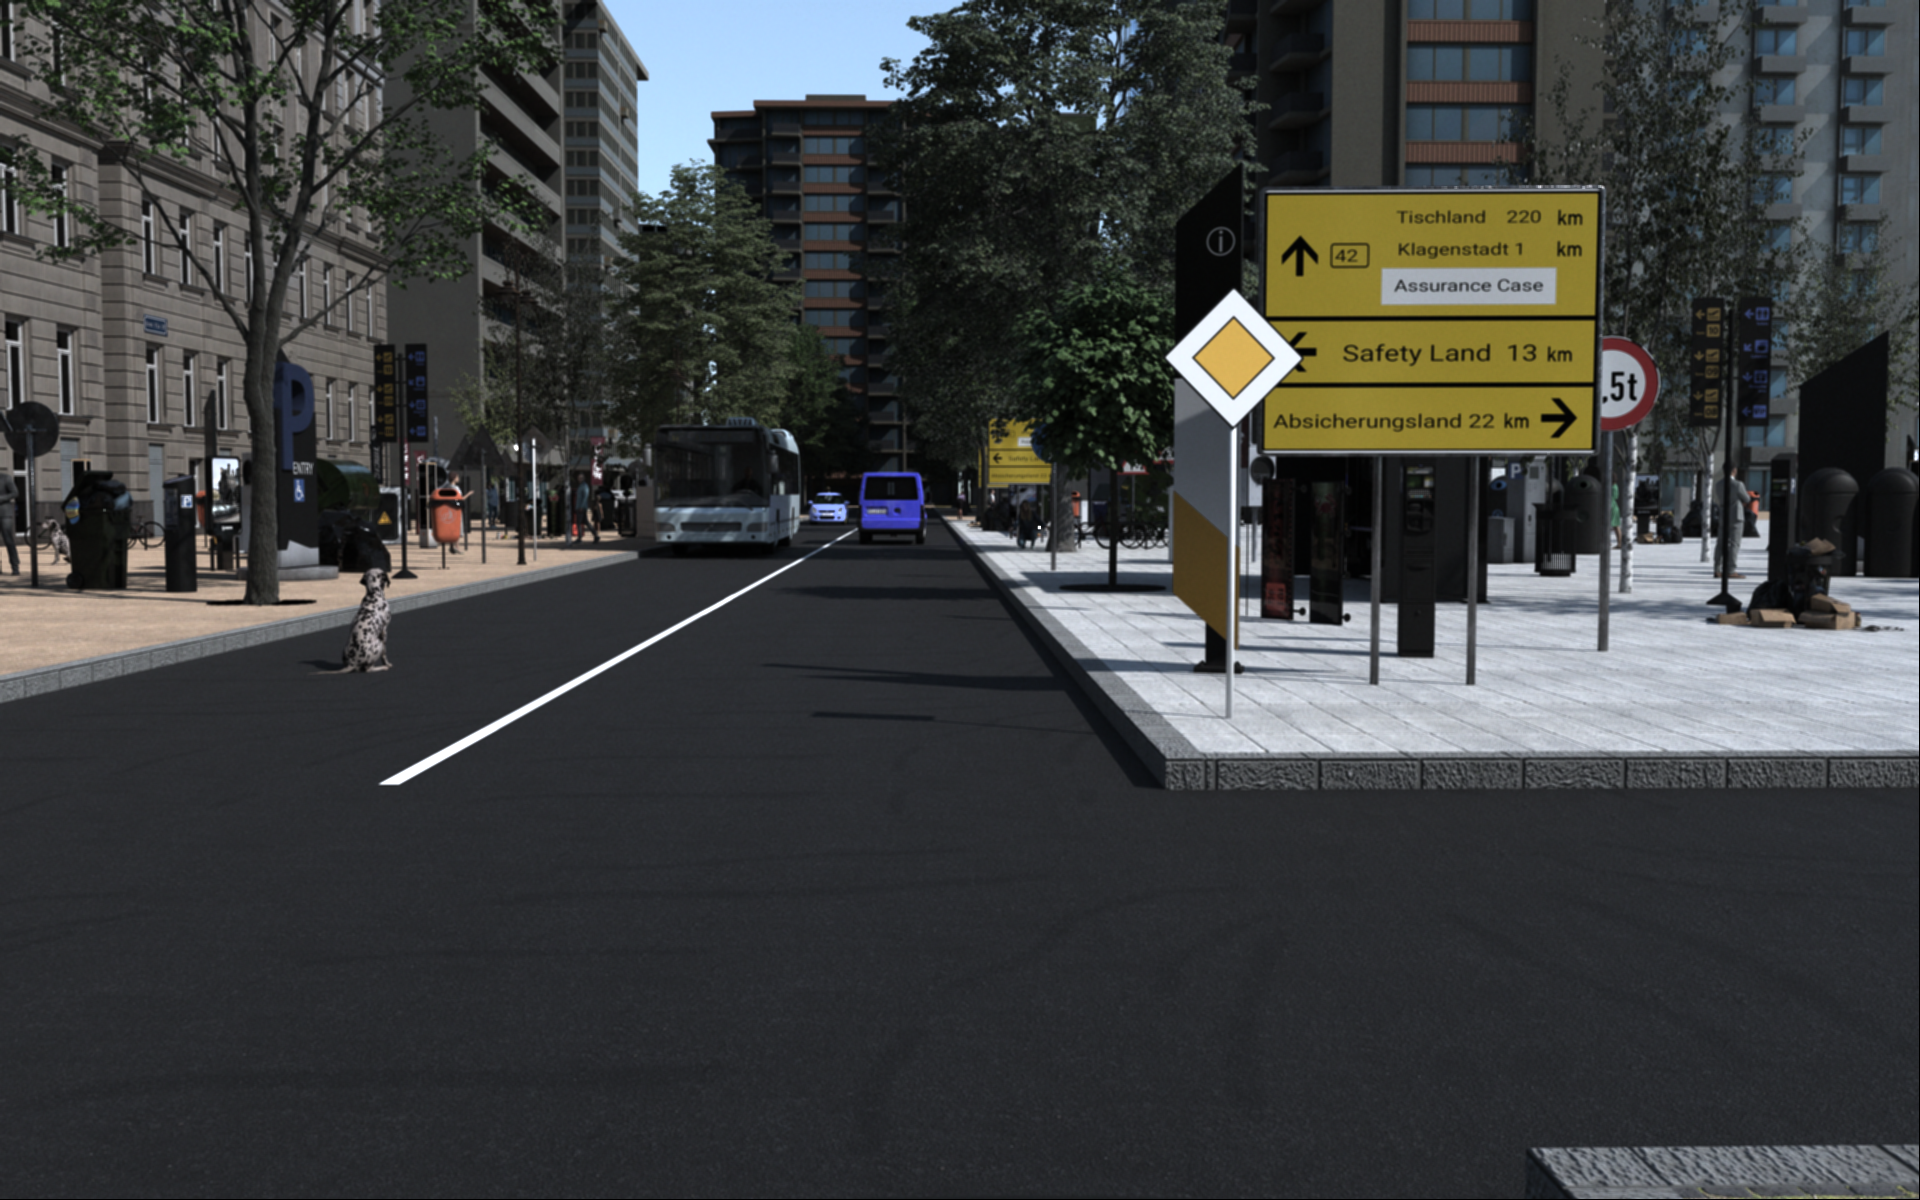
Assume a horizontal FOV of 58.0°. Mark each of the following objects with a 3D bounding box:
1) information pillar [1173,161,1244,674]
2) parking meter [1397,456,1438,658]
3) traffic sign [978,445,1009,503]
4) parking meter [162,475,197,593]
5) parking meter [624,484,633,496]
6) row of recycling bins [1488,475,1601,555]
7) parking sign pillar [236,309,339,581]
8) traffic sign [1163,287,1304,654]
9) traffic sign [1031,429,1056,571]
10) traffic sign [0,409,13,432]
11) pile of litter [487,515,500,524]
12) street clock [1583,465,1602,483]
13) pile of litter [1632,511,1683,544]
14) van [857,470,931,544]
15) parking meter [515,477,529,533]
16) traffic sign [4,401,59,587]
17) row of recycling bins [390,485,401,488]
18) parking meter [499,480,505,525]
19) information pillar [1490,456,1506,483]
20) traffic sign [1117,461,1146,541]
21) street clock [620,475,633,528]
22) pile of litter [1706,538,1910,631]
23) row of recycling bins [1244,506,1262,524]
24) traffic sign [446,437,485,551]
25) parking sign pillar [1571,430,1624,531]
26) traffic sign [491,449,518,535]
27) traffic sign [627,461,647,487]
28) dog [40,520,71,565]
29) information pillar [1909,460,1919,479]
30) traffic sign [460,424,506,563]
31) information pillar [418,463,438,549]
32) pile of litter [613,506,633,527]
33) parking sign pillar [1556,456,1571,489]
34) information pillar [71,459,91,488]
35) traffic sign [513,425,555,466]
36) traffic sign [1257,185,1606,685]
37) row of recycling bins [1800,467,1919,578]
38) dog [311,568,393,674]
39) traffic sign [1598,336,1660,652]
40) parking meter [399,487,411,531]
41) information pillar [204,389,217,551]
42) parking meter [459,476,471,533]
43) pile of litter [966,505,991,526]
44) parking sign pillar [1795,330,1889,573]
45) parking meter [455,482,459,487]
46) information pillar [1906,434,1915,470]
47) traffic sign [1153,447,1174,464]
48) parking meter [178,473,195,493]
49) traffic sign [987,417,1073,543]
[{"bbox_3d":[1.785,-1.286,12.381,0.504,3.616,0.183,1,4,16],"label":"information pillar"},{"bbox_3d":[3.605,-0.486,13.653,0.255,1.863,0.399,1,4,9],"label":"parking meter"},{"bbox_3d":[1.875,-4.788,72.160,2.265,3.308,0.079,0,4,5],"label":"traffic sign"},{"bbox_3d":[-10.205,-0.872,22.660,0.372,1.533,0.369,0,3,0],"label":"parking meter"},{"bbox_3d":[-13.881,-4.091,72.597,0.255,1.863,0.399,-3,5,-40],"label":"parking meter"},{"bbox_3d":[12.318,-1.888,37.978,3.534,1.692,1.069,3,5,41],"label":"row of recycling bins"},{"bbox_3d":[-10.131,-2.295,25.993,1.447,3.967,1.447,0,4,3],"label":"parking sign pillar"},{"bbox_3d":[1.561,-0.466,9.815,0.795,2.593,0.064,0,4,-1],"label":"traffic sign"},{"bbox_3d":[1.568,-1.764,28.955,0.768,2.556,0.104,0,4,1],"label":"traffic sign"},{"bbox_3d":[-8.562,-0.910,14.875,0.884,2.594,0.081,0,4,5],"label":"traffic sign"},{"bbox_3d":[-19.506,-3.706,74.556,1.719,0.858,1.176,2,4,27],"label":"pile of litter"},{"bbox_3d":[15.853,-2.372,43.360,0.358,2.002,0.471,-3,4,-38],"label":"street clock"},{"bbox_3d":[17.990,-1.888,44.827,1.719,0.858,1.176,-2,4,-24],"label":"pile of litter"},{"bbox_3d":[-1.966,-2.851,50.991,2.240,2.365,5.245,0,4,-1],"label":"van"},{"bbox_3d":[-14.631,-3.187,57.822,0.399,1.863,0.255,1,4,15],"label":"parking meter"},{"bbox_3d":[-12.767,-1.451,23.824,0.768,2.556,0.104,0,4,1],"label":"traffic sign"},{"bbox_3d":[-24.899,-4.198,75.752,1.069,1.692,3.534,-1,4,-11],"label":"row of recycling bins"},{"bbox_3d":[-19.269,-4.116,73.009,0.255,1.863,0.399,0,4,-6],"label":"parking meter"},{"bbox_3d":[17.168,-3.913,55.336,0.504,3.616,0.183,-1,4,-12],"label":"information pillar"},{"bbox_3d":[4.700,-2.877,47.038,0.884,2.594,0.081,0,4,4],"label":"traffic sign"},{"bbox_3d":[-12.559,-3.713,65.281,0.471,2.002,0.358,0,4,1],"label":"street clock"},{"bbox_3d":[8.170,-0.173,16.794,1.176,0.858,1.719,-2,4,-28],"label":"pile of litter"},{"bbox_3d":[12.803,-4.150,74.973,1.069,1.692,3.534,0,4,4],"label":"row of recycling bins"},{"bbox_3d":[-11.228,-2.403,39.300,0.884,2.594,0.081,0,4,0],"label":"traffic sign"},{"bbox_3d":[22.378,-4.379,60.065,1.447,3.967,1.447,-2,4,-28],"label":"parking sign pillar"},{"bbox_3d":[-13.144,-3.064,50.100,0.884,2.594,0.081,0,4,7],"label":"traffic sign"},{"bbox_3d":[-12.387,-4.055,66.405,0.768,2.556,0.104,0,4,-1],"label":"traffic sign"},{"bbox_3d":[-16.132,-1.039,31.372,0.800,0.831,0.513,1,4,11],"label":"dog"},{"bbox_3d":[20.929,-2.037,37.802,0.304,2.012,0.304,-1,4,-21],"label":"information pillar"},{"bbox_3d":[-8.826,-1.959,32.039,0.884,2.594,0.081,0,4,8],"label":"traffic sign"},{"bbox_3d":[-12.563,-2.226,40.881,0.304,2.012,0.304,2,4,30],"label":"information pillar"},{"bbox_3d":[-13.386,-3.291,67.777,1.719,0.858,1.176,2,4,23],"label":"pile of litter"},{"bbox_3d":[25.472,-5.138,72.486,1.447,3.967,1.447,-3,5,-44],"label":"parking sign pillar"},{"bbox_3d":[-18.692,-1.982,36.893,0.304,2.012,0.304,0,4,-6],"label":"information pillar"},{"bbox_3d":[-8.150,-2.041,33.109,0.795,2.593,0.064,0,4,1],"label":"traffic sign"},{"bbox_3d":[3.116,-1.082,11.557,2.265,3.308,0.079,0,4,2],"label":"traffic sign"},{"bbox_3d":[14.854,-1.190,26.564,3.534,1.692,1.069,2,4,23],"label":"row of recycling bins"},{"bbox_3d":[-4.928,0.170,14.051,0.800,0.831,0.513,-3,5,-45],"label":"dog"},{"bbox_3d":[5.250,-0.854,14.065,0.768,2.556,0.104,0,4,8],"label":"traffic sign"},{"bbox_3d":[-19.457,-3.198,60.691,0.372,1.533,0.369,0,3,0],"label":"parking meter"},{"bbox_3d":[-16.846,-2.913,38.985,0.183,3.616,0.504,-3,5,-45],"label":"information pillar"},{"bbox_3d":[-16.205,-3.127,56.833,0.255,1.863,0.399,-1,4,-18],"label":"parking meter"},{"bbox_3d":[1.074,-3.378,69.193,1.719,0.858,1.176,3,5,43],"label":"pile of litter"},{"bbox_3d":[14.688,-2.471,28.868,1.447,3.967,1.447,2,4,27],"label":"parking sign pillar"},{"bbox_3d":[-21.944,-4.281,75.707,0.399,1.863,0.255,-3,5,-41],"label":"parking meter"},{"bbox_3d":[37.187,-4.677,67.828,0.183,3.616,0.504,0,4,3],"label":"information pillar"},{"bbox_3d":[3.829,-1.870,30.574,0.884,2.594,0.081,0,4,6],"label":"traffic sign"},{"bbox_3d":[-21.737,-2.630,48.705,0.399,1.863,0.255,-2,4,-31],"label":"parking meter"},{"bbox_3d":[1.849,-3.167,45.657,2.265,3.308,0.079,0,4,3],"label":"traffic sign"}]
